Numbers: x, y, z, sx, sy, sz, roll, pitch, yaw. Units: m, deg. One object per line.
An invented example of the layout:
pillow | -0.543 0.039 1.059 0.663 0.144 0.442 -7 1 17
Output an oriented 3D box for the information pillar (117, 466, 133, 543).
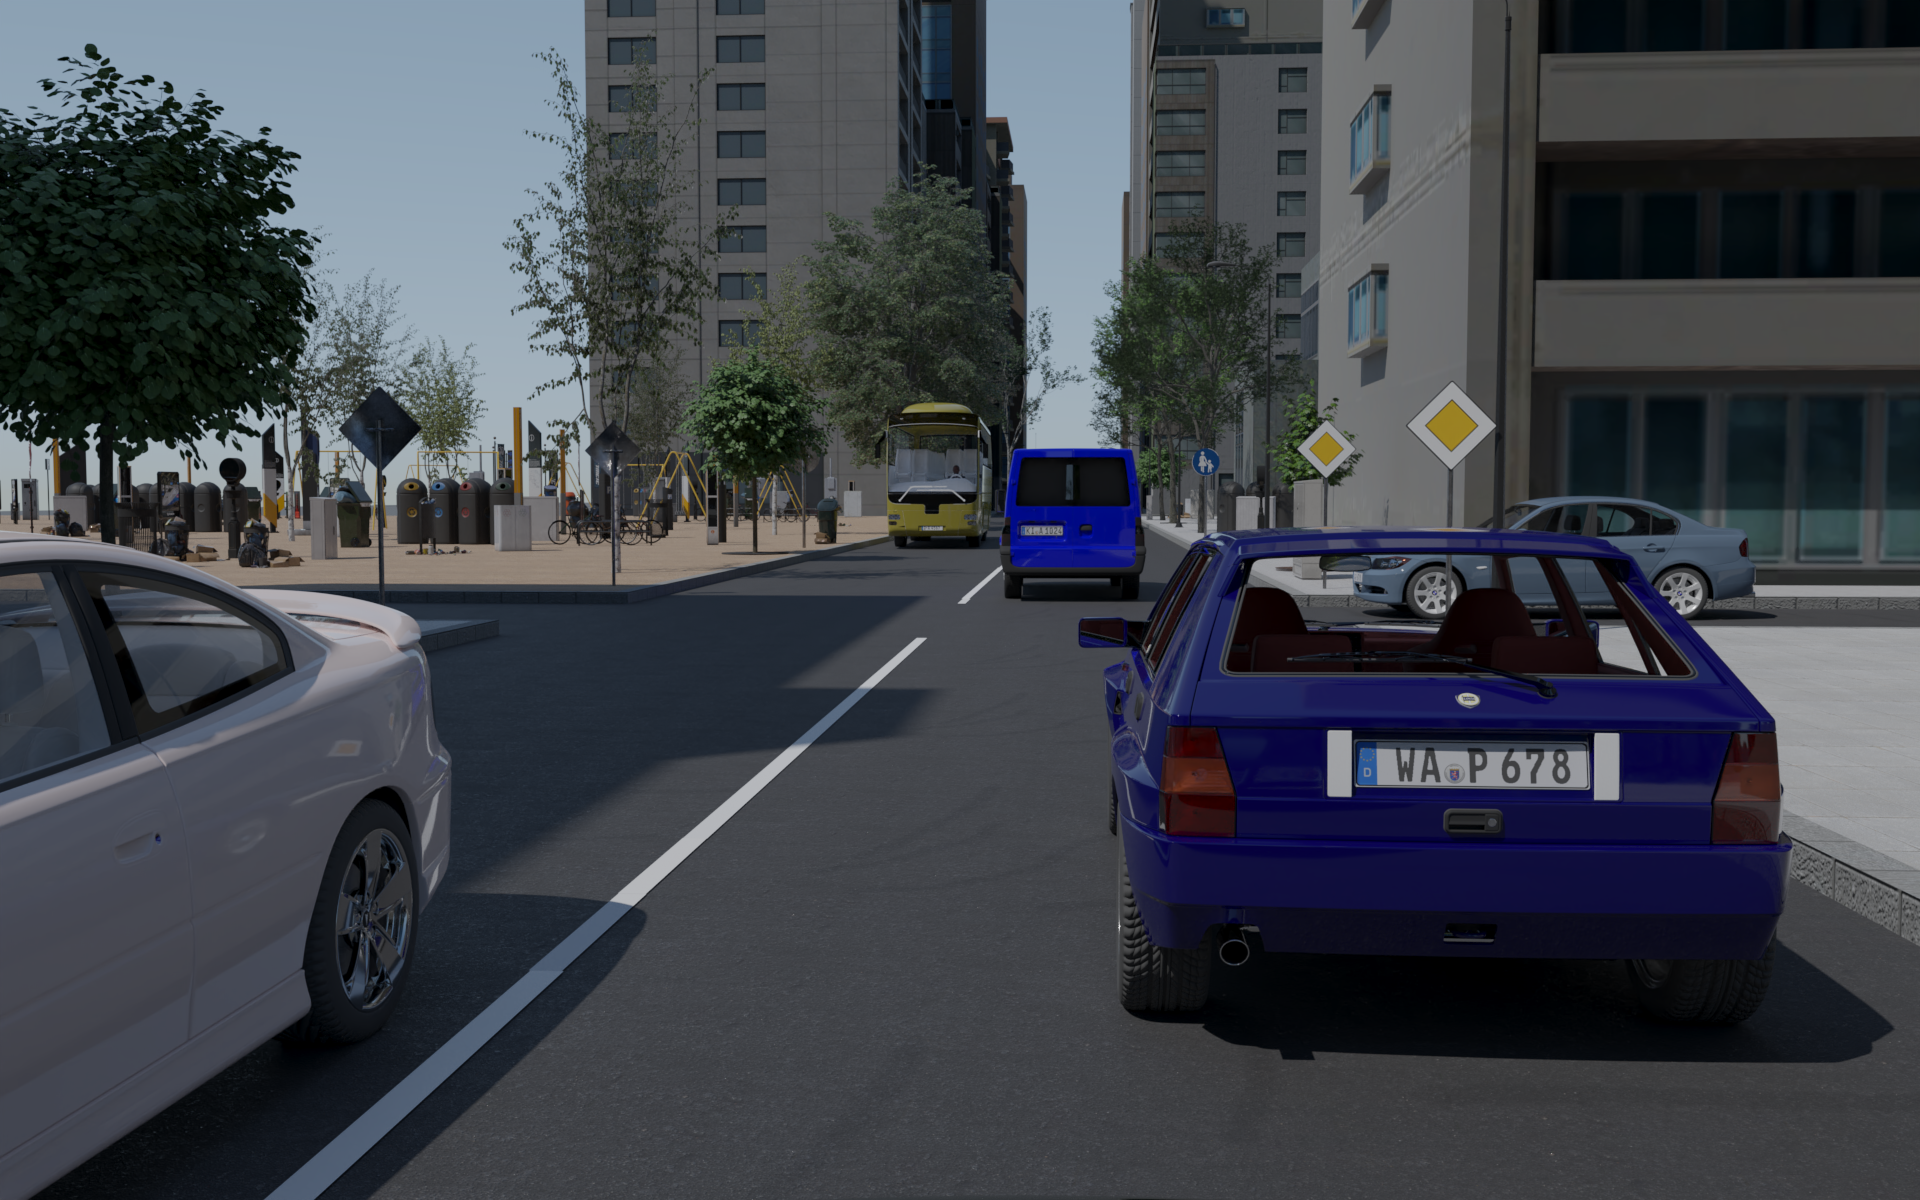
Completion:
information pillar | -21.704 -2.480 45.033 0.304 2.012 0.304 -2 4 -35

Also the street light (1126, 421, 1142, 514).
street light | 10.231 -7.693 98.328 1.470 5.913 1.316 0 4 4

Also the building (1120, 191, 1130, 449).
building | 30.160 -36.611 248.700 14.600 45.320 14.200 0 4 4

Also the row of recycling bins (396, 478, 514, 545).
row of recycling bins | -12.786 -2.270 44.231 3.534 1.692 1.069 1 4 16

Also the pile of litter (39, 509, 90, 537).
pile of litter | -26.985 -2.316 51.825 1.719 0.858 1.176 -2 4 -29

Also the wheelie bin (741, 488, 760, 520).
wheelie bin | -10.525 -4.835 86.959 0.980 1.594 0.693 -1 4 -10

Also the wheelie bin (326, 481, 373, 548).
wheelie bin | -14.563 -2.057 41.545 0.693 1.594 0.980 1 4 9

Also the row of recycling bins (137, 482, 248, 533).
row of recycling bins | -25.655 -3.132 58.328 3.534 1.692 1.069 1 4 9

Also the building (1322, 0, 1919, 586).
building | 18.093 -24.972 31.991 21.600 48.544 21.300 0 4 4

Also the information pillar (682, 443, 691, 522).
information pillar | -12.495 -5.358 78.959 0.183 3.616 0.504 -3 5 -42

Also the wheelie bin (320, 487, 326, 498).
wheelie bin | -26.385 -3.947 72.444 0.980 1.594 0.693 3 4 36

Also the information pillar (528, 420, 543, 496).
information pillar | -13.464 -3.885 54.880 0.504 3.616 0.183 2 4 25

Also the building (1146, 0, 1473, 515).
building | 25.392 -31.072 131.725 21.300 48.544 21.600 0 4 4

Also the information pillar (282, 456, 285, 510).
information pillar | -35.904 -6.115 91.340 0.504 3.616 0.183 0 4 -4

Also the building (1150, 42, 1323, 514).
building | 19.680 -20.986 114.820 14.160 30.474 14.107 0 4 4

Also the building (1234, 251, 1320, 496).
building | 24.860 -46.632 75.110 22.319 86.520 31.000 0 4 4

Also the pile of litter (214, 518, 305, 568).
pile of litter | -12.253 -1.032 30.830 1.176 0.858 1.719 0 4 2

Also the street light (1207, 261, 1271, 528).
street light | 5.630 -3.803 34.714 1.470 5.913 1.316 0 4 4

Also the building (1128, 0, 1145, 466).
building | 29.756 -40.030 196.493 21.231 58.520 28.212 0 4 4

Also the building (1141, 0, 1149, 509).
building | 22.783 -30.570 149.923 14.600 45.320 14.200 0 4 4

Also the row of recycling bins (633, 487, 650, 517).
row of recycling bins | -17.562 -5.543 97.740 1.069 1.692 3.534 -2 4 -27

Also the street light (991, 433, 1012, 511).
street light | 3.030 -9.704 131.198 1.470 5.913 1.316 0 4 4

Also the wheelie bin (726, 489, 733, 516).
wheelie bin | -13.218 -5.617 99.739 0.980 1.594 0.693 -3 5 -39

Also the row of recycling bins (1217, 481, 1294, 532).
row of recycling bins | 9.995 -2.965 55.592 3.534 1.692 1.069 -1 4 -13

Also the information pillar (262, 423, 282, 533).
information pillar | -22.692 -4.011 56.932 0.183 3.616 0.504 2 4 29

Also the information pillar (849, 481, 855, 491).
information pillar | -6.027 -5.634 96.609 0.304 2.012 0.304 1 4 13

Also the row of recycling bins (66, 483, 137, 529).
row of recycling bins | -31.217 -3.480 64.003 1.069 1.692 3.534 2 4 30

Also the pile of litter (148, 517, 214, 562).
pile of litter | -14.654 -1.158 32.901 1.176 0.858 1.719 3 5 40

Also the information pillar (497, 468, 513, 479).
information pillar | -12.946 -2.742 49.321 0.304 2.012 0.304 2 4 31

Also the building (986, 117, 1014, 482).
building | -5.166 -33.240 198.099 22.147 44.769 28.867 0 4 4

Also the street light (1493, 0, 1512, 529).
street light | 4.273 -2.621 15.396 1.470 5.913 1.316 0 4 4

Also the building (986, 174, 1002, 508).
building | -3.555 -23.498 155.901 14.160 30.474 14.107 0 4 4

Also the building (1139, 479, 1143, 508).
building | 24.118 -29.389 164.105 14.154 41.232 14.086 0 4 4

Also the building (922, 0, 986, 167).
building | -5.150 -30.048 141.398 14.600 45.320 14.200 0 4 4

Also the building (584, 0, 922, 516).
building | -10.797 -41.033 109.141 20.563 71.187 20.611 0 4 4

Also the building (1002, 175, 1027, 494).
building | 2.317 -36.339 244.248 14.600 45.320 14.200 0 4 4

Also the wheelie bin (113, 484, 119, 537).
wheelie bin | -25.281 -2.688 51.852 0.980 1.594 0.693 2 4 31

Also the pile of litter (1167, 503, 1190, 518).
pile of litter | 11.669 -4.727 91.256 1.719 0.858 1.176 0 4 7

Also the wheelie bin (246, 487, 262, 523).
wheelie bin | -30.172 -4.016 73.566 0.693 1.594 0.980 3 5 42

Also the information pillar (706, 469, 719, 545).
information pillar | -6.236 -2.391 43.585 0.304 2.012 0.304 -1 4 -11

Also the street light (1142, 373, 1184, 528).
street light | 7.858 -5.733 66.272 1.470 5.913 1.316 0 4 4

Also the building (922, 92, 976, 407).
building | -6.249 -21.757 127.428 14.160 30.474 14.107 0 4 4

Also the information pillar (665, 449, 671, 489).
information pillar | -14.341 -5.733 85.081 0.183 3.616 0.504 1 4 12

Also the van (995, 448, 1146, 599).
van | 1.601 -1.284 25.381 2.240 2.365 5.245 0 4 2

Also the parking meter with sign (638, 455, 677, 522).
parking meter with sign | -13.654 -5.014 78.233 1.738 3.016 0.543 -1 4 -10
